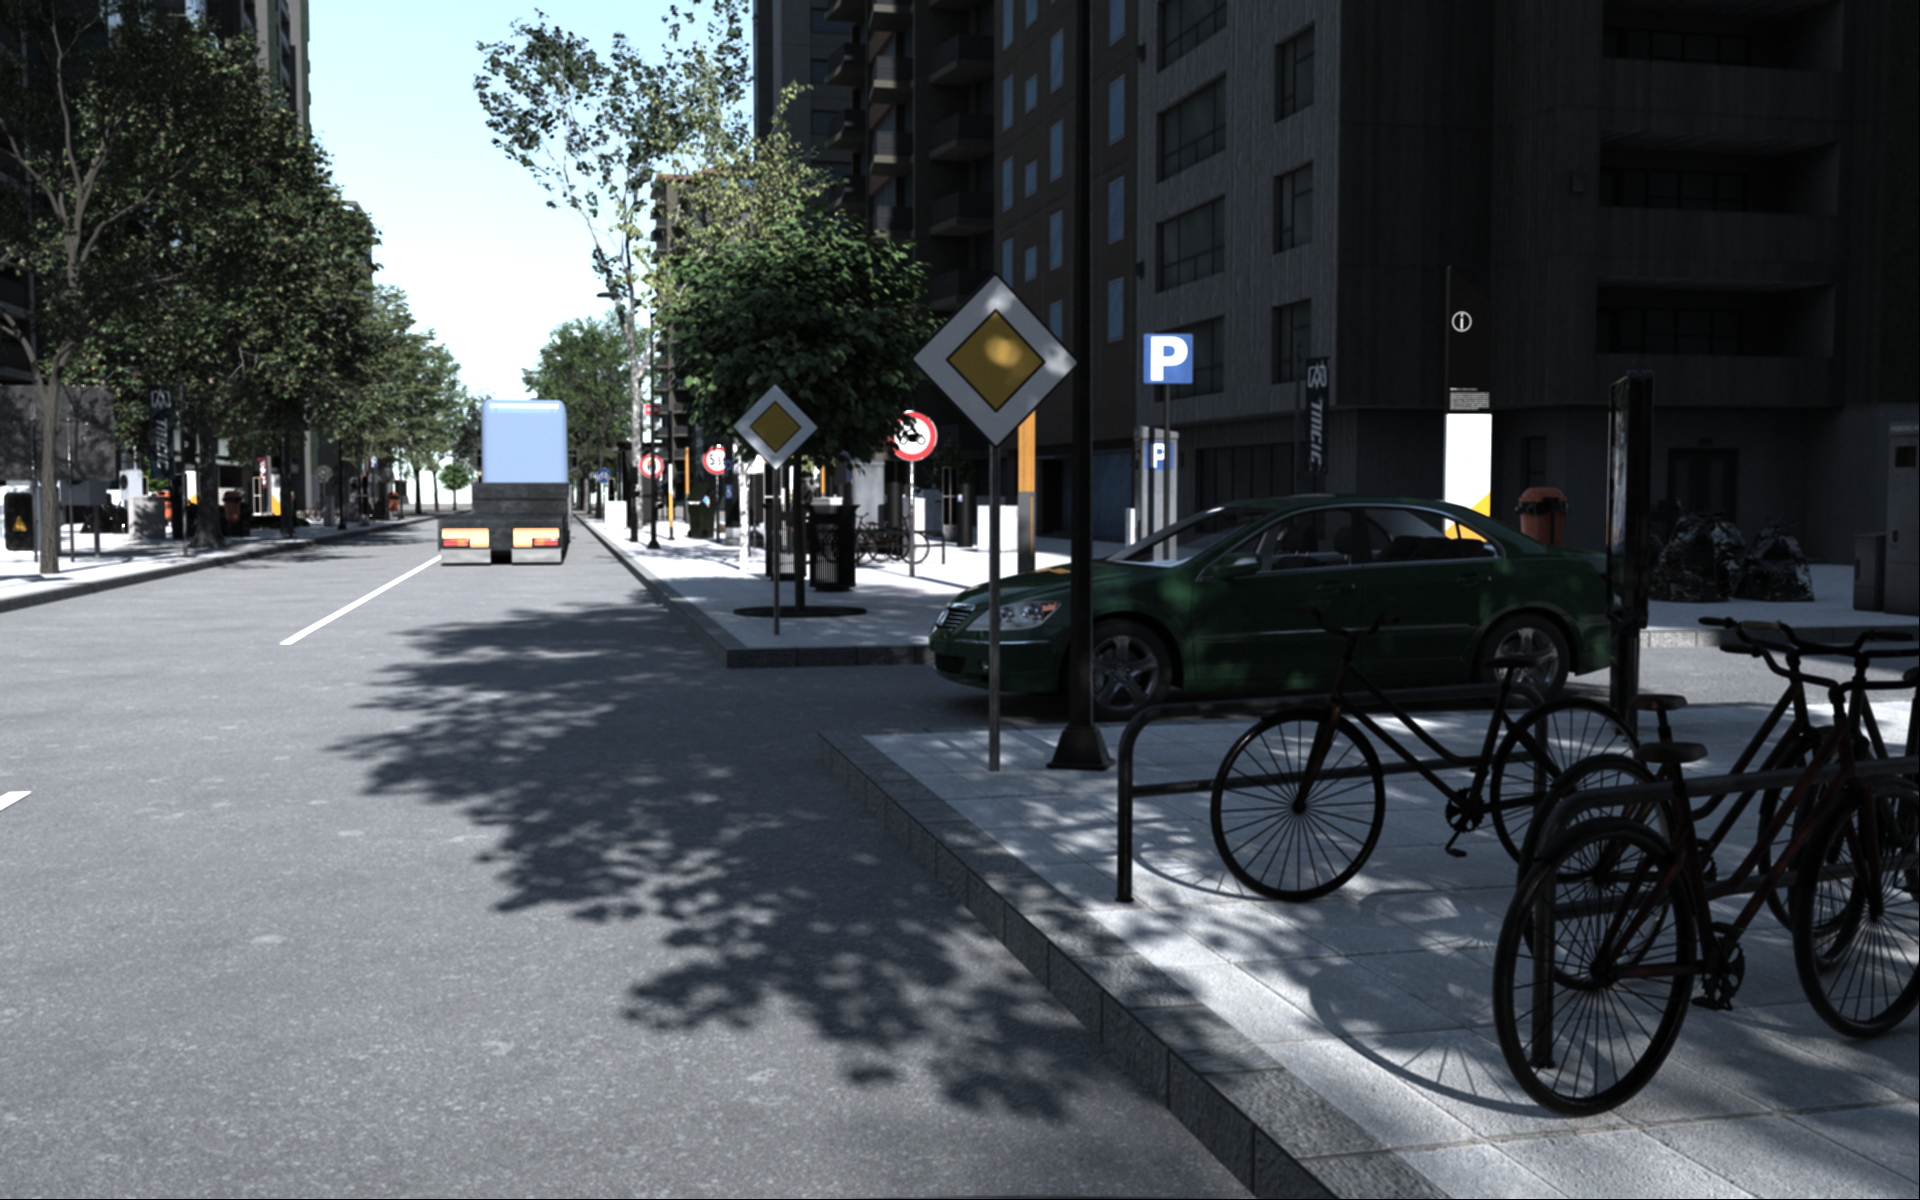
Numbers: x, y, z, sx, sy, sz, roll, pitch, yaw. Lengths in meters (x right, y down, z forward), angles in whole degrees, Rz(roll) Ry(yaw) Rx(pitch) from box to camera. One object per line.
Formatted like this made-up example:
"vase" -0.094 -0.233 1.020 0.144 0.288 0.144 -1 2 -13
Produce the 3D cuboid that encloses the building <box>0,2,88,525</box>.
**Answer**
"building" -47.724 -38.569 68.849 20.563 71.187 20.611 -1 4 -13

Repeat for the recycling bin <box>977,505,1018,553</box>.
"recycling bin" 0.851 -1.567 38.182 0.722 1.027 0.722 2 4 32

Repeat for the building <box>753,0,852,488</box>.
"building" -3.601 -35.280 118.819 21.231 58.520 28.212 -1 4 -13

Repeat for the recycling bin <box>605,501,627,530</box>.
"recycling bin" -12.402 -3.050 62.427 0.722 1.027 0.722 0 4 -6

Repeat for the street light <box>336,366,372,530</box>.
"street light" -21.801 -5.501 62.490 1.470 5.913 1.316 -1 4 -13

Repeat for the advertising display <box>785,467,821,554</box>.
"advertising display" -3.333 -1.935 36.846 0.123 1.923 0.974 3 5 40

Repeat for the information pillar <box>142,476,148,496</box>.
"information pillar" -33.944 -4.127 71.961 0.304 2.012 0.304 2 4 34

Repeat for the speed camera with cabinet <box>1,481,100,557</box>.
"speed camera with cabinet" -18.432 -2.497 35.157 2.038 3.252 0.660 1 4 9

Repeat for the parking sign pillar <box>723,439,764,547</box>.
"parking sign pillar" -5.169 -3.332 42.953 1.447 3.967 1.447 -3 4 -36

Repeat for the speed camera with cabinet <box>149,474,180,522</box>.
"speed camera with cabinet" -36.290 -5.215 79.604 2.038 3.252 0.660 1 4 18

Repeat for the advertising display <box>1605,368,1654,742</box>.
"advertising display" 3.588 -0.251 9.319 0.123 1.923 0.974 1 4 15

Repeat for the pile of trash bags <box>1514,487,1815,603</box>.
"pile of trash bags" 8.470 -0.700 21.202 3.447 1.369 1.912 0 4 -7

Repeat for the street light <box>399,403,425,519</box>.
"street light" -27.909 -7.069 88.125 1.470 5.913 1.316 -1 4 -13

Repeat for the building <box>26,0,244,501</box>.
"building" -54.336 -29.128 95.844 23.786 49.044 30.456 -1 4 -13

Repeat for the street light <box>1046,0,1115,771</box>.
"street light" 0.044 -2.162 7.888 1.470 5.913 1.316 -1 4 -13

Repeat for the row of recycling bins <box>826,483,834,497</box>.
"row of recycling bins" -4.932 -3.674 67.180 1.069 1.692 3.534 1 4 20

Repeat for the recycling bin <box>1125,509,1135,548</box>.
"recycling bin" 3.254 -1.061 29.906 0.722 1.027 0.722 0 4 -1

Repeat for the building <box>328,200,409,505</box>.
"building" -85.325 -31.827 212.244 32.217 40.220 23.993 -1 4 -13

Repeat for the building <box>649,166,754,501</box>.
"building" -30.396 -35.474 234.620 22.147 44.769 28.867 -1 4 -13

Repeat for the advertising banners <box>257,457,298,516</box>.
"advertising banners" -32.470 -5.274 82.413 0.090 3.025 2.074 3 4 37

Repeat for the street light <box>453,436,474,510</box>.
"street light" -39.414 -10.047 136.803 1.470 5.913 1.316 -1 4 -13

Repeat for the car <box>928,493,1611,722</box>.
"car" 2.211 -0.010 11.957 4.920 1.459 2.131 -1 4 -13

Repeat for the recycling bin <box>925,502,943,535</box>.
"recycling bin" -0.703 -2.569 54.556 0.722 1.027 0.722 1 4 10

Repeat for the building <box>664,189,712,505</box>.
"building" -19.353 -31.705 210.250 32.217 40.220 23.993 -1 4 -13

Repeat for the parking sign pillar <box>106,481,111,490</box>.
"parking sign pillar" -36.465 -5.217 73.767 1.447 3.967 1.447 -2 4 -26

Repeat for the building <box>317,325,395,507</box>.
"building" -77.051 -20.940 187.407 27.650 21.520 28.899 -1 4 -13

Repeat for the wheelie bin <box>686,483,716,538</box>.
"wheelie bin" -7.547 -2.610 50.578 0.980 1.594 0.693 3 4 38

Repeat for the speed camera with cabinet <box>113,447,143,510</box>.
"speed camera with cabinet" -31.458 -4.321 64.991 2.038 3.252 0.660 3 4 37

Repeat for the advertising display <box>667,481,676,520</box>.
"advertising display" -14.359 -4.943 86.032 0.123 1.923 0.974 1 4 12

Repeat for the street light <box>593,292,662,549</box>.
"street light" -7.673 -4.133 40.118 1.470 5.913 1.316 -1 4 -13

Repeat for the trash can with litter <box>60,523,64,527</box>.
"trash can with litter" -35.185 -3.384 66.718 0.624 1.170 1.055 2 4 33

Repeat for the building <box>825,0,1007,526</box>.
"building" 5.645 -25.973 79.290 22.147 44.769 28.867 -1 4 -13

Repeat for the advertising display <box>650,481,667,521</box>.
"advertising display" -14.702 -4.767 83.150 0.974 1.923 0.123 0 4 5

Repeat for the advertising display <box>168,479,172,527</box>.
"advertising display" -29.977 -3.765 66.768 0.123 1.923 0.974 3 5 42

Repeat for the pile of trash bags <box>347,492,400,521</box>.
"pile of trash bags" -28.399 -4.551 84.161 3.447 1.369 1.912 2 4 35

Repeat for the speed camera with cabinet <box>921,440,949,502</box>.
"speed camera with cabinet" -0.993 -3.999 59.727 2.038 3.252 0.660 3 5 42

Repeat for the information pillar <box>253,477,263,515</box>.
"information pillar" -30.702 -4.361 75.792 0.304 2.012 0.304 0 4 -1

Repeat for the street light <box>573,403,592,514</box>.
"street light" -19.083 -7.107 88.742 1.470 5.913 1.316 -1 4 -13

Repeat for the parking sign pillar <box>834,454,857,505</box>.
"parking sign pillar" -3.608 -4.112 55.708 1.447 3.967 1.447 1 4 20

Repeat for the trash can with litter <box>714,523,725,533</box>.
"trash can with litter" -7.638 -2.820 57.493 0.624 1.170 1.055 3 4 38

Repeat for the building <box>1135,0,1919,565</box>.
"building" 12.501 -16.169 36.057 14.107 30.474 14.160 -1 4 -13

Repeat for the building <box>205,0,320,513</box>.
"building" -57.819 -27.474 132.789 14.154 41.232 14.086 -1 4 -13

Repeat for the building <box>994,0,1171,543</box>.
"building" 9.439 -24.451 49.881 14.600 45.320 14.200 -1 4 -13
